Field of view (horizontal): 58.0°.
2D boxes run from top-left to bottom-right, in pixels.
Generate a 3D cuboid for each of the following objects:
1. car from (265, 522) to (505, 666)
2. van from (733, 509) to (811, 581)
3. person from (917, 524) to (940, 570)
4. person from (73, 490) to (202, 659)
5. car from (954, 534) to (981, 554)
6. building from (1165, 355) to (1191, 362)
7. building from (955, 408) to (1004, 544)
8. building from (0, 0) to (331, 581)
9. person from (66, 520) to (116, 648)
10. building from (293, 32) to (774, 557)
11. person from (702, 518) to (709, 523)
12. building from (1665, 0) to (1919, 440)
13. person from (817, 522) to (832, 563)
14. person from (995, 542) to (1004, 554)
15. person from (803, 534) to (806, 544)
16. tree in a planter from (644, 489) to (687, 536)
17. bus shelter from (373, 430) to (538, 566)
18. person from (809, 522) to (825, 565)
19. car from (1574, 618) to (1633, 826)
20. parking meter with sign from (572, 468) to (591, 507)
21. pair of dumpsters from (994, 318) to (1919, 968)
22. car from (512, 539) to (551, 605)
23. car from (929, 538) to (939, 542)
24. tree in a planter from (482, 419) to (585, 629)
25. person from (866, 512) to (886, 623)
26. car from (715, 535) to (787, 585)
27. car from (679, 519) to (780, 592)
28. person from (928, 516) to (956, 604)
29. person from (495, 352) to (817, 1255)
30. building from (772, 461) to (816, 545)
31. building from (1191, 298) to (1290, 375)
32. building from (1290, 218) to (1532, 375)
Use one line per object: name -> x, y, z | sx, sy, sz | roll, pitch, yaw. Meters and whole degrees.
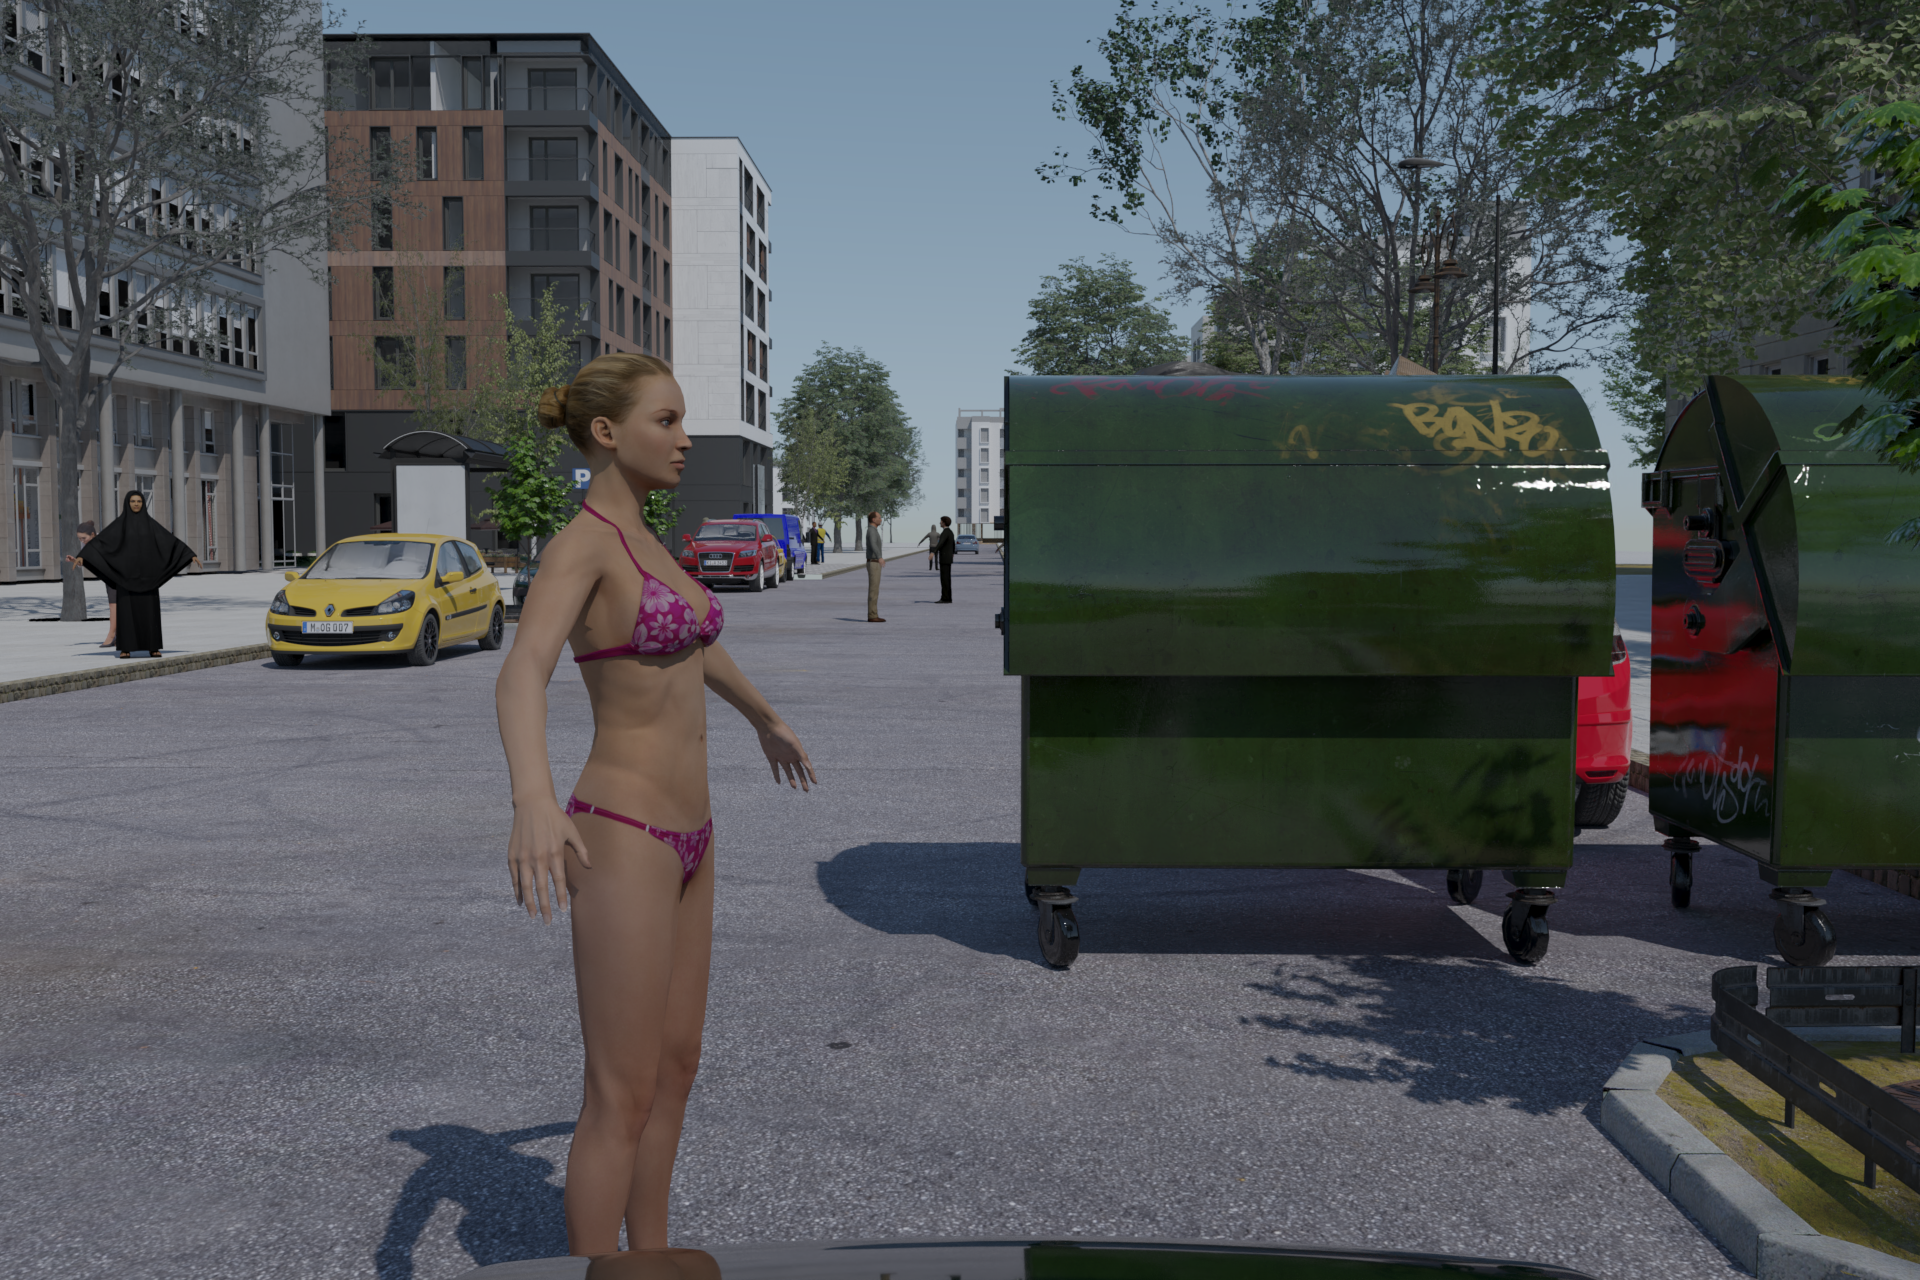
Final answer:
car -> -6.564, -0.598, 20.009 | 2.015, 1.641, 3.980 | 0, 4, 1
van -> -6.004, -3.078, 54.716 | 2.240, 2.365, 5.245 | 0, 4, 1
person -> -1.029, -3.650, 68.260 | 1.348, 1.813, 0.705 | 1, 4, 8
person -> -8.480, -0.678, 17.871 | 1.214, 1.737, 0.721 | -2, 4, -32
car -> 0.457, -6.794, 123.092 | 2.014, 1.417, 4.499 | 0, 4, 0
building -> 28.565, -19.167, 179.837 | 16.747, 18.905, 31.486 | 0, 4, 2
building -> -0.177, -23.920, 249.971 | 11.380, 20.090, 16.016 | -1, 4, -9
building -> -32.035, -14.295, 41.326 | 19.016, 26.051, 41.698 | 0, 4, 1
person -> -9.712, -0.633, 19.585 | 0.628, 1.438, 0.799 | -1, 4, -21
building -> -25.360, -14.891, 87.437 | 27.936, 21.610, 32.646 | 0, 4, 1
person -> -8.882, -3.361, 60.739 | 0.705, 1.856, 1.354 | 0, 4, -4
building -> 26.402, -14.791, 39.090 | 12.463, 27.353, 25.104 | 0, 4, 1
person -> -6.214, -4.332, 76.792 | 1.349, 1.833, 0.705 | -3, 4, -39
person -> 1.607, -2.418, 48.121 | 1.348, 1.813, 0.705 | -2, 4, -29
person -> -6.444, -3.713, 67.436 | 0.721, 1.740, 1.216 | 3, 5, 44
tree in a planter -> -6.581, -2.333, 35.371 | 1.991, 3.239, 1.994 | 0, 4, 1
bus shelter -> -10.365, -2.600, 36.438 | 2.014, 3.302, 5.546 | 0, 4, 1
person -> -6.076, -4.050, 72.448 | 0.704, 1.802, 1.346 | 2, 4, 27
car -> 2.348, -0.058, 9.992 | 2.155, 1.783, 4.494 | 0, 4, 1
parking meter with sign -> -9.977, -3.089, 46.771 | 0.543, 3.016, 1.738 | 0, 4, 1
pair of dumpsters -> 2.338, -0.073, 6.147 | 4.436, 2.255, 1.574 | 0, 4, 1
car -> -6.594, -1.265, 30.464 | 2.009, 1.686, 4.222 | 0, 4, 1
car -> -1.411, -7.637, 134.651 | 2.009, 1.686, 4.222 | 0, 4, 1
tree in a planter -> -6.722, -1.817, 26.935 | 1.991, 3.239, 1.994 | 0, 4, 2
person -> -1.370, -1.190, 28.184 | 0.705, 1.796, 1.348 | 0, 4, -6
car -> -6.011, -2.415, 49.715 | 2.015, 1.641, 3.980 | 0, 4, 1
car -> -5.845, -2.179, 44.294 | 2.281, 1.827, 5.304 | 0, 4, 1
person -> -0.324, -1.659, 35.770 | 0.705, 1.806, 1.347 | 1, 4, 19
person -> -0.471, 0.388, 2.916 | 0.721, 1.733, 1.217 | 1, 4, 11
building -> -22.171, -16.576, 213.159 | 9.099, 9.664, 28.070 | 0, 3, 0
building -> 27.836, -16.298, 132.937 | 16.747, 18.905, 31.486 | 0, 4, 1
building -> 26.315, -15.548, 110.631 | 16.016, 20.090, 11.380 | 0, 4, 1
